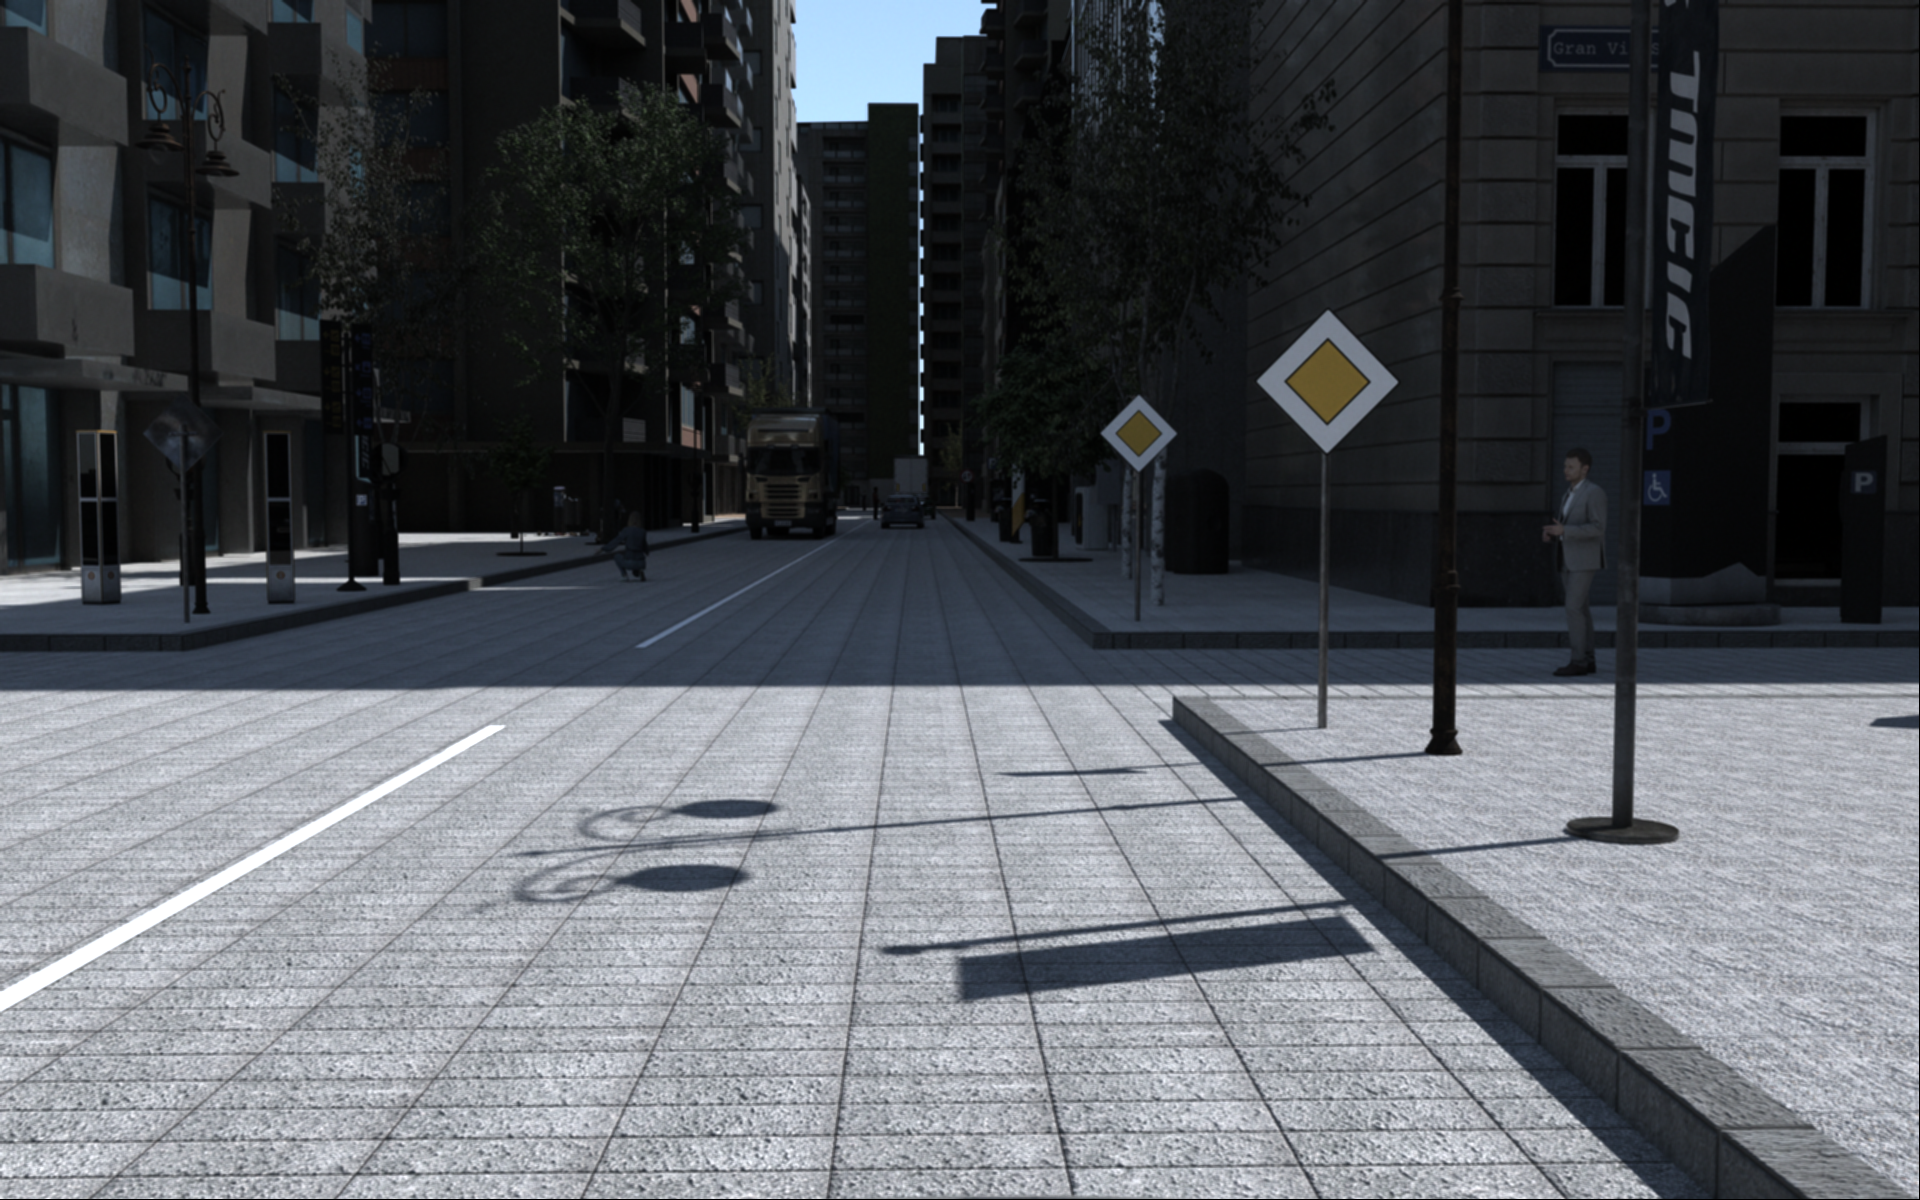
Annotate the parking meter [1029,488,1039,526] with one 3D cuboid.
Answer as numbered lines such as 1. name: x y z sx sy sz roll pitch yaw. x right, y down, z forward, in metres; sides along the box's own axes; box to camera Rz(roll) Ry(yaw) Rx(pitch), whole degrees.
1. parking meter: 2.987 -3.766 69.981 0.372 1.533 0.369 0 3 0

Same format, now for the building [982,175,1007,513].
1. building: 15.742 -16.135 108.838 27.650 21.520 28.899 0 4 -1

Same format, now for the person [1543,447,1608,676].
1. person: 4.841 -0.311 13.788 0.583 1.804 0.606 -1 4 -11

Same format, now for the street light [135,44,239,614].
1. street light: -8.150 -2.791 18.427 0.468 5.910 1.993 0 4 -1

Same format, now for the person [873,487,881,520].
1. person: -4.651 -5.375 96.342 0.705 1.831 1.348 -1 4 -15

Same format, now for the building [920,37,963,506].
1. building: 6.517 -34.530 188.267 21.600 48.544 21.300 0 4 -1

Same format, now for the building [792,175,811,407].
1. building: -20.830 -23.685 158.958 14.107 30.474 14.160 0 4 -1

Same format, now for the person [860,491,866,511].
1. person: -8.439 -8.618 150.214 0.742 1.727 0.445 1 4 23

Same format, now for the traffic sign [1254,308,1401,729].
1. traffic sign: 1.983 -0.354 9.431 0.795 2.450 0.064 0 4 -1

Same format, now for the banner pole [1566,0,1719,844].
1. banner pole: 2.502 -0.989 6.189 0.401 3.779 0.863 0 4 -1

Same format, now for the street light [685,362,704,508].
1. street light: -9.059 -5.288 59.254 0.468 5.910 1.993 0 4 -1

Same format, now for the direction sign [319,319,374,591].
1. direction sign: -8.084 -1.891 22.907 0.379 3.537 0.876 2 4 27

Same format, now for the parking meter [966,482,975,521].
1. parking meter: 0.516 -4.708 82.690 0.255 1.863 0.399 3 5 40

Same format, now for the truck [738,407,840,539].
1. truck: -5.548 -4.247 58.360 2.839 4.237 11.283 0 4 -1

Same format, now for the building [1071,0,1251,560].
1. building: 9.650 -13.748 42.809 12.078 24.808 19.932 0 4 -1

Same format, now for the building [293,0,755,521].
1. building: -24.639 -29.775 106.437 23.786 49.044 30.456 0 4 -1

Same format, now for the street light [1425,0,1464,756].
1. street light: 2.396 -2.178 8.405 0.468 5.910 1.993 0 4 -1

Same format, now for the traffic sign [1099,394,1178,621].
1. traffic sign: 1.789 -0.842 17.414 0.795 2.450 0.064 0 4 -1

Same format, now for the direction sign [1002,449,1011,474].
1. direction sign: 2.085 -4.690 68.683 0.876 3.537 0.379 2 4 25

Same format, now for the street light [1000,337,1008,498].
1. street light: 1.345 -4.795 51.183 0.468 5.910 1.993 0 4 -1

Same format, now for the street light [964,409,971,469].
1. street light: 0.427 -7.293 92.022 0.468 5.910 1.993 0 4 -1

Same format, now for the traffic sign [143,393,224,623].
1. traffic sign: -7.703 -0.829 17.204 0.795 2.450 0.064 0 4 -1

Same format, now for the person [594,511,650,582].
1. person: -5.491 -0.883 28.428 1.012 1.151 0.738 -2 4 -26

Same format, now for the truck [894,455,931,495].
1. truck: -3.598 -8.630 130.015 2.839 4.237 11.283 0 4 -1

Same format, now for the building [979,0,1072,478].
1. building: 12.784 -29.499 136.934 22.147 44.769 28.867 0 4 -1

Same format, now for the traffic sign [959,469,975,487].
1. traffic sign: 0.349 -5.287 86.548 0.768 2.556 0.104 0 4 5

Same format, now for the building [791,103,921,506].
1. building: -11.236 -30.639 184.545 14.086 41.232 14.154 0 4 -1

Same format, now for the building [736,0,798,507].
1. building: -26.952 -33.430 135.819 28.713 52.752 27.495 0 4 -1

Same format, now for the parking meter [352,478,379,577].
1. parking meter: -9.293 -1.140 27.055 0.372 1.533 0.369 0 3 0

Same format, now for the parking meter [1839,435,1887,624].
1. parking meter: 8.956 -0.703 17.210 0.399 1.863 0.255 2 4 31

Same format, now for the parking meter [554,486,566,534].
1. parking meter: -12.830 -2.881 55.518 0.372 1.533 0.369 0 3 0

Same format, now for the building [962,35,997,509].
1. building: 7.130 -29.058 158.688 14.154 41.232 14.086 0 4 -1

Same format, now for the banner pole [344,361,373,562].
1. banner pole: -11.359 -2.619 32.830 0.401 3.779 0.863 1 4 15

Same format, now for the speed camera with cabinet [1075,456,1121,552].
1. speed camera with cabinet: 3.110 -2.748 39.261 0.660 3.252 2.038 -1 4 -10
